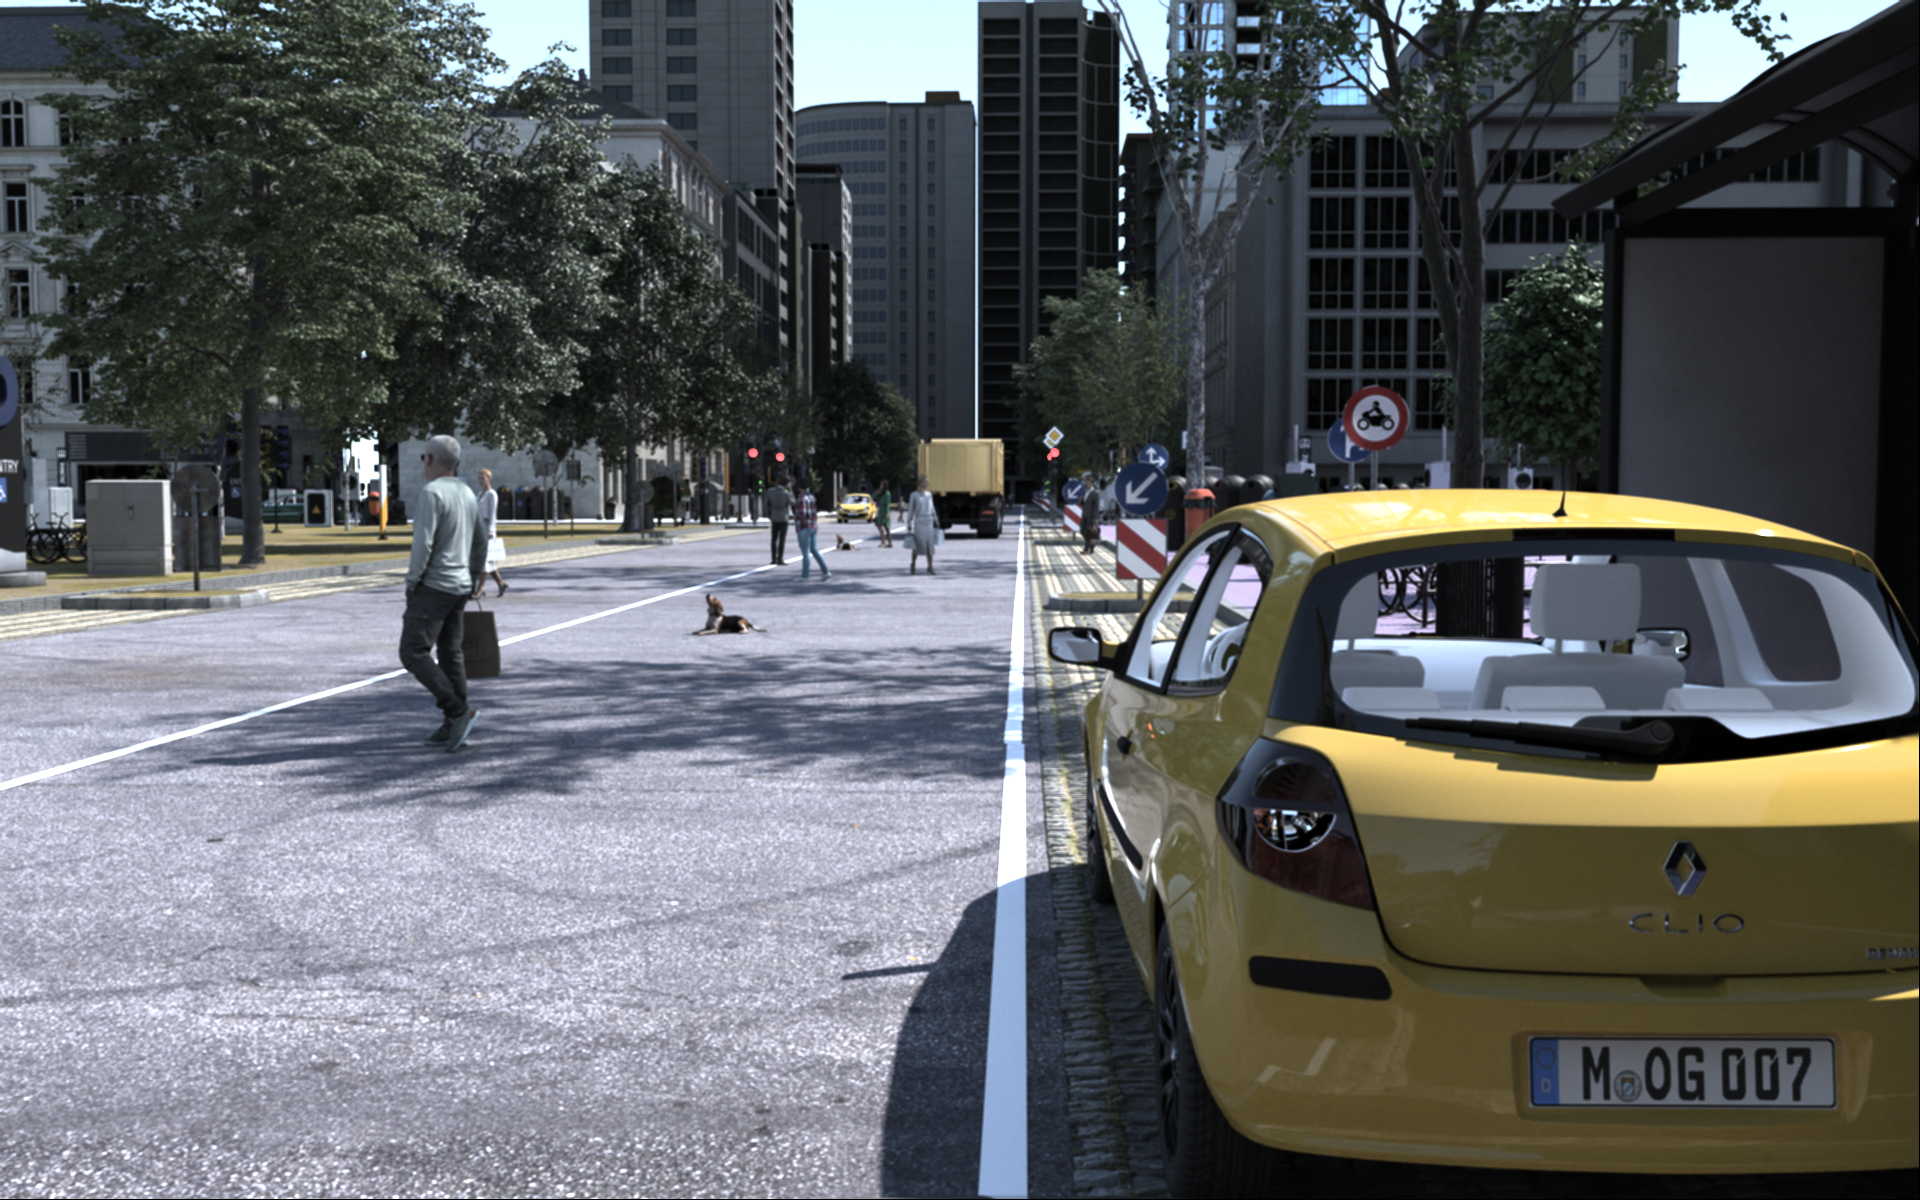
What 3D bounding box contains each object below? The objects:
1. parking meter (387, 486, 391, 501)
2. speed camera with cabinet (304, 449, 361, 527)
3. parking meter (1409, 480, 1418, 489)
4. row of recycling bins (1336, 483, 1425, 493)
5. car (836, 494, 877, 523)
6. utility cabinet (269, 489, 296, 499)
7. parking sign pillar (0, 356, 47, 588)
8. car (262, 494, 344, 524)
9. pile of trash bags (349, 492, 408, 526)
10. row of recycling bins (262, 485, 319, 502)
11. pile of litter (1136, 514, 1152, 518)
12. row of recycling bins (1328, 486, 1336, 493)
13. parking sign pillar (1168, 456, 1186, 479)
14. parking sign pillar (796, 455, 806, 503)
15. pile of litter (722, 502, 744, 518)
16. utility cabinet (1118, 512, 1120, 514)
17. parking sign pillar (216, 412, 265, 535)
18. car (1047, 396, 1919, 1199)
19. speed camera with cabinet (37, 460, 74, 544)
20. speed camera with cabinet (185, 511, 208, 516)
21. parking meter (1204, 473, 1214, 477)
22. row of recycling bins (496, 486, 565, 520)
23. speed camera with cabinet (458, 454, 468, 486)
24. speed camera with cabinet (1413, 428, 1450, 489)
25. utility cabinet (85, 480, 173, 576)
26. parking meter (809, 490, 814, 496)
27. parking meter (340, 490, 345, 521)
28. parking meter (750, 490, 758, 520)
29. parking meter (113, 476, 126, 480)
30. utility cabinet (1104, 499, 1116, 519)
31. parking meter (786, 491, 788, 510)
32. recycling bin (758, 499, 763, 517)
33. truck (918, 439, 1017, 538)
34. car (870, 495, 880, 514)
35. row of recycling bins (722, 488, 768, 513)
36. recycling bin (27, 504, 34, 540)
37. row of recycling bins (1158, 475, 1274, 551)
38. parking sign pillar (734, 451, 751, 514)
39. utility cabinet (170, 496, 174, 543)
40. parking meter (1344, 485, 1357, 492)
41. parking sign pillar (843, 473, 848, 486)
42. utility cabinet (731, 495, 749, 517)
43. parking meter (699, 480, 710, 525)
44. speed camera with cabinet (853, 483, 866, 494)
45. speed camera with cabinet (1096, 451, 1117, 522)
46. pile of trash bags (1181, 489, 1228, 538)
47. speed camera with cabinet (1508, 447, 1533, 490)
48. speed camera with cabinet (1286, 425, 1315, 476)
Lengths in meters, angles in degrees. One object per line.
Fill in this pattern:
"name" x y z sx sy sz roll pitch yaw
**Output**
"parking meter" -43.020 -7.635 130.541 0.255 1.863 0.399 -1 4 -22
"speed camera with cabinet" -24.435 -4.469 67.409 2.038 3.252 0.660 -1 4 -11
"parking meter" 18.535 -3.988 70.907 0.399 1.863 0.255 1 4 22
"row of recycling bins" 16.292 -3.595 65.890 3.534 1.692 1.069 3 4 37
"car" -5.121 -4.657 86.360 2.015 1.641 3.980 0 4 3
"utility cabinet" -31.605 -4.414 80.846 1.173 1.500 0.318 0 4 7
"parking sign pillar" -13.513 -2.171 23.961 1.447 3.967 1.447 0 4 -1
"car" -29.620 -3.944 76.280 4.920 1.459 2.131 0 4 2
"pile of trash bags" -23.503 -3.702 70.286 1.912 1.369 3.447 -1 4 -9
"row of recycling bins" -32.644 -4.667 83.421 3.534 1.692 1.069 -3 5 -41
"pile of litter" 9.341 -4.737 91.408 1.719 0.858 1.176 0 4 4
"row of recycling bins" 18.641 -4.737 84.561 1.069 1.692 3.534 1 4 20
"parking sign pillar" 13.424 -7.199 106.174 1.447 3.967 1.447 -2 4 -26
"parking sign pillar" -10.657 -7.896 117.564 1.447 3.967 1.447 1 4 20
"pile of litter" -12.250 -4.904 94.149 1.176 0.858 1.719 3 4 37
"utility cabinet" 11.363 -6.705 120.786 1.020 1.237 0.306 0 4 1
"parking sign pillar" -22.660 -4.034 54.427 1.447 3.967 1.447 1 4 12
"car" 1.273 0.326 4.896 2.015 1.641 3.980 0 4 1
"speed camera with cabinet" -22.984 -3.000 43.380 2.038 3.252 0.660 3 4 38
"speed camera with cabinet" -36.970 -5.552 85.118 2.038 3.252 0.660 -1 4 -15
"parking meter" 6.549 -2.461 45.956 0.399 1.863 0.255 2 4 24
"row of recycling bins" -21.043 -4.755 84.861 3.534 1.692 1.069 1 4 11
"speed camera with cabinet" -24.989 -5.637 86.507 0.660 3.252 2.038 -1 4 -21
"speed camera with cabinet" 13.540 -3.396 49.868 0.660 3.252 2.038 0 4 0
"utility cabinet" -12.934 -1.117 26.948 1.173 1.500 0.318 0 4 -3
"parking meter" -9.304 -6.109 108.290 0.372 1.533 0.369 0 3 0
"parking meter" -29.295 -4.524 82.374 0.372 1.533 0.369 0 3 0
"parking meter" -10.027 -4.650 84.432 0.372 1.533 0.369 0 3 0
"parking meter" -27.886 -3.167 57.499 0.399 1.863 0.255 1 4 18
"utility cabinet" 7.242 -4.761 86.520 1.173 1.500 0.318 -3 5 -40
"parking meter" -10.380 -6.010 103.972 0.399 1.863 0.255 1 4 17
"recycling bin" -10.678 -5.075 95.531 0.722 1.027 0.722 -3 5 -39
"truck" 0.164 -3.891 59.537 3.469 3.379 9.791 0 4 3
"car" -6.565 -6.774 123.335 1.945 1.354 3.894 0 4 4
"row of recycling bins" -14.835 -6.716 116.926 3.534 1.692 1.069 -2 4 -35
"recycling bin" -26.348 -2.235 49.097 0.722 1.027 0.722 1 4 19
"row of recycling bins" 5.707 -1.916 38.439 1.069 1.692 3.534 -2 4 -34
"parking sign pillar" -13.913 -7.439 110.106 1.447 3.967 1.447 -2 4 -30
"utility cabinet" -20.823 -2.092 45.364 0.306 1.237 1.020 -2 4 -33
"parking meter" 10.757 -2.406 47.749 0.372 1.533 0.369 0 3 0
"parking sign pillar" -9.709 -9.846 149.460 1.447 3.967 1.447 1 4 11
"utility cabinet" -12.166 -5.171 95.714 1.020 1.237 0.306 2 4 30
"parking meter" -10.767 -4.115 72.985 0.255 1.863 0.399 2 4 33
"speed camera with cabinet" -9.356 -9.823 154.946 2.038 3.252 0.660 -3 4 -38
"speed camera with cabinet" 6.402 -5.201 79.376 0.660 3.252 2.038 -2 4 -27
"pile of trash bags" 5.281 -1.322 31.360 3.447 1.369 1.912 -3 5 -41
"speed camera with cabinet" 18.615 -3.992 59.612 2.038 3.252 0.660 0 4 -4
"speed camera with cabinet" 9.205 -3.340 48.943 2.038 3.252 0.660 -3 5 -42
